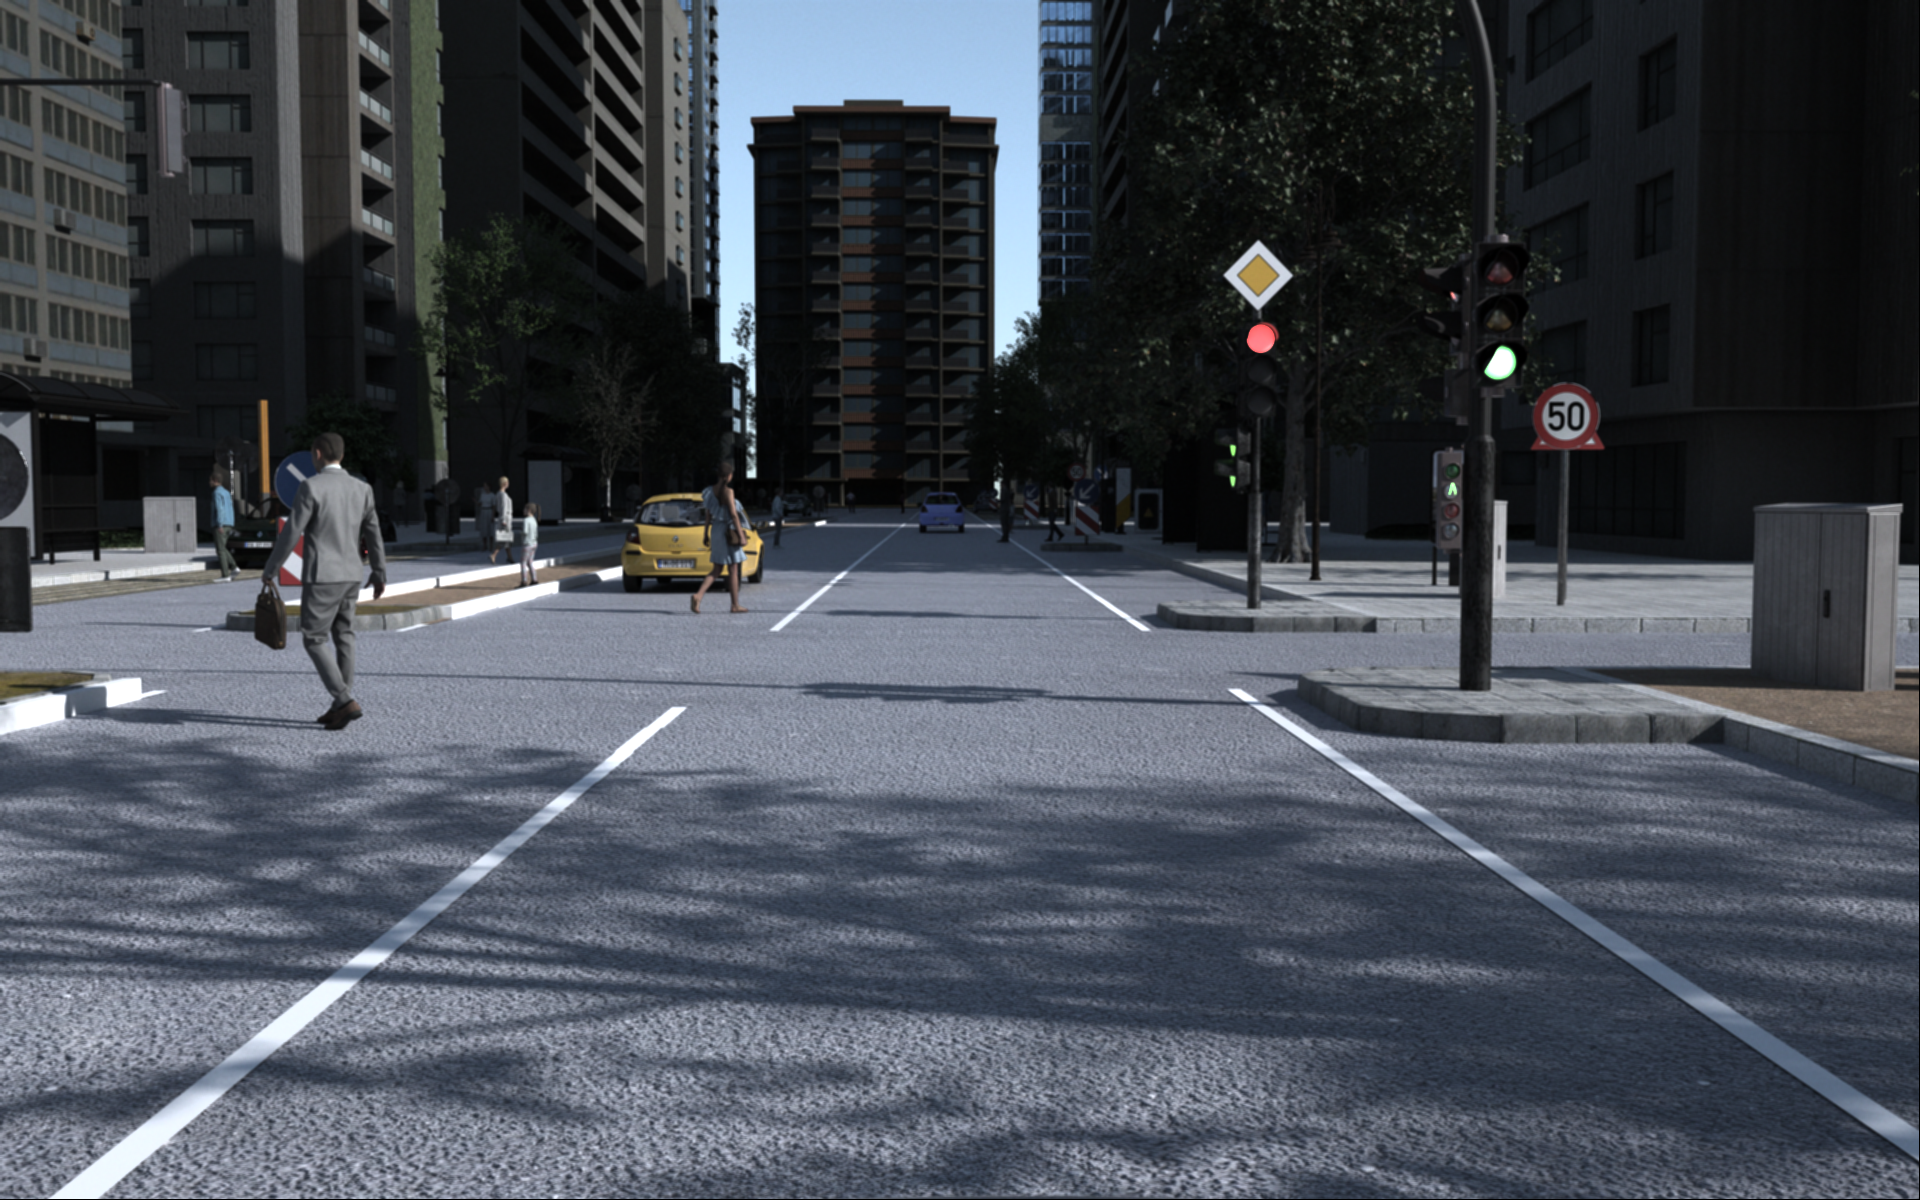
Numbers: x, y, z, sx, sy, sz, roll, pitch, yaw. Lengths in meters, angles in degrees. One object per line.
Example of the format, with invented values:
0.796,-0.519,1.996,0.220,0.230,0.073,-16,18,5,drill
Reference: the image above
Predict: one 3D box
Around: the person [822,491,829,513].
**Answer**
-10.032,-7.282,129.022,0.415,1.643,0.593,3,5,40,person

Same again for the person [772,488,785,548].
-4.792,-2.164,45.696,0.330,1.601,0.589,0,4,-7,person

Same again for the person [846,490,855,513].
-8.286,-7.464,131.481,0.756,1.711,0.436,1,4,17,person

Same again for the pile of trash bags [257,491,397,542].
-16.776,-2.197,45.668,3.447,1.369,1.912,-3,5,-44,pile of trash bags

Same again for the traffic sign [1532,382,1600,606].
6.927,-1.210,19.892,0.768,2.556,0.104,0,4,1,traffic sign

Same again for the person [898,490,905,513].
-4.336,-7.308,128.671,0.721,1.739,1.217,1,4,18,person

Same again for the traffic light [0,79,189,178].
-11.000,-2.719,19.128,4.771,5.953,1.251,0,4,-1,traffic light

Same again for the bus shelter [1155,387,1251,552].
5.692,-3.047,41.094,1.731,3.624,6.357,0,4,-1,bus shelter

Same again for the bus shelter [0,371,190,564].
-15.829,-2.251,30.721,2.014,3.302,5.546,0,4,-1,bus shelter

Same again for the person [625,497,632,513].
-21.894,-6.599,114.851,0.530,1.710,0.541,-3,4,-36,person

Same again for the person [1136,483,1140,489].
8.445,-4.621,81.622,0.581,1.822,0.654,-3,5,-39,person

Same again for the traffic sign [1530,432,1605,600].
7.300,-1.277,20.879,0.884,2.594,0.081,0,4,1,traffic sign

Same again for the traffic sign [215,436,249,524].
-15.911,-2.308,37.841,0.768,2.556,0.104,0,4,6,traffic sign

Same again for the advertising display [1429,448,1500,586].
7.018,-1.156,24.122,0.974,1.923,0.123,3,5,40,advertising display

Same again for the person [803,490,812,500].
-14.846,-9.618,165.832,1.350,1.814,0.705,1,4,20,person

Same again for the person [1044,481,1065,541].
2.841,-2.712,52.747,0.836,1.842,0.656,-3,4,-38,person

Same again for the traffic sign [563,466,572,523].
-17.864,-4.768,78.055,0.768,2.556,0.104,0,4,3,traffic sign

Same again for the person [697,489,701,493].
-22.907,-8.953,153.144,0.721,1.743,1.217,0,4,-3,person

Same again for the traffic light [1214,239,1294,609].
3.269,-1.856,19.260,0.839,4.253,0.868,0,4,-1,traffic light

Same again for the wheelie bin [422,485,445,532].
-17.691,-3.082,58.294,0.693,1.594,0.980,0,4,-6,wheelie bin

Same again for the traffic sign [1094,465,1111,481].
6.184,-4.595,75.239,0.768,2.556,0.104,0,4,6,traffic sign

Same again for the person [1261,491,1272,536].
9.245,-2.876,53.095,0.581,1.822,0.654,2,4,32,person

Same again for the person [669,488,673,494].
-23.357,-8.129,139.467,0.721,1.766,1.217,-2,4,-29,person

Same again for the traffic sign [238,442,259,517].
-17.610,-2.607,42.725,0.768,2.556,0.104,0,4,6,traffic sign

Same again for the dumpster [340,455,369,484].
-15.482,-2.443,42.440,1.502,2.255,1.985,0,4,-1,dumpster

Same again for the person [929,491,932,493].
-2.829,-9.329,161.752,0.721,1.736,1.217,-1,4,-9,person

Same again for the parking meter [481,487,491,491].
-16.893,-3.263,61.767,0.372,1.533,0.369,0,3,0,parking meter

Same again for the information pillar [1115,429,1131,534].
5.194,-3.898,55.081,0.504,3.616,0.183,2,4,26,information pillar

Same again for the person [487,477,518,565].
-9.277,-1.603,35.064,0.624,1.780,0.694,-1,4,-19,person

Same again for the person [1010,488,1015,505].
3.925,-7.872,135.554,0.742,1.727,0.445,1,4,14,person

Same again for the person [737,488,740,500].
-20.693,-9.514,161.674,0.705,1.814,1.350,-1,4,-23,person

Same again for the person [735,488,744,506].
-16.506,-7.518,129.476,0.721,1.766,1.217,-3,5,-40,person

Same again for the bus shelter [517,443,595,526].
-16.703,-4.771,71.933,2.014,3.302,5.546,0,4,0,bus shelter

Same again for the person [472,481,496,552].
-11.748,-2.065,42.828,0.480,1.755,0.524,1,4,15,person

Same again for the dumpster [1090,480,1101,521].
5.760,-3.833,68.421,1.264,1.857,1.865,0,4,0,dumpster

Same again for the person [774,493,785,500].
-17.113,-9.746,165.371,1.348,1.826,0.705,2,4,25,person

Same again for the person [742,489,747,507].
-21.124,-9.892,168.324,0.990,1.755,0.434,1,4,9,person

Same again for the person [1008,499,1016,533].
1.901,-3.116,64.127,0.332,1.250,0.352,2,4,29,person

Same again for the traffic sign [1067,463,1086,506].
4.713,-4.272,69.947,0.768,2.556,0.104,0,4,4,traffic sign

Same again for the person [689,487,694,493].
-19.966,-7.467,128.074,1.348,1.831,0.705,0,4,3,person

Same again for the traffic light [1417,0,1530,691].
1.264,-2.229,11.112,4.771,5.953,1.251,0,4,-1,traffic light

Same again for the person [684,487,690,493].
-19.980,-7.359,126.358,1.348,1.824,0.705,3,4,37,person

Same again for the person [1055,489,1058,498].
9.019,-9.805,166.222,0.599,1.838,0.709,-2,4,-29,person

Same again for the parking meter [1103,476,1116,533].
4.949,-3.161,57.390,0.399,1.863,0.255,0,4,-8,parking meter

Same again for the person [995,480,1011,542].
1.262,-2.656,51.736,0.447,1.846,0.655,1,4,18,person

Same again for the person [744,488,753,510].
-17.210,-8.218,140.943,0.617,1.759,0.750,1,4,11,person

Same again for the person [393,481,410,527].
-21.686,-3.724,67.112,0.537,1.800,0.526,1,4,18,person
